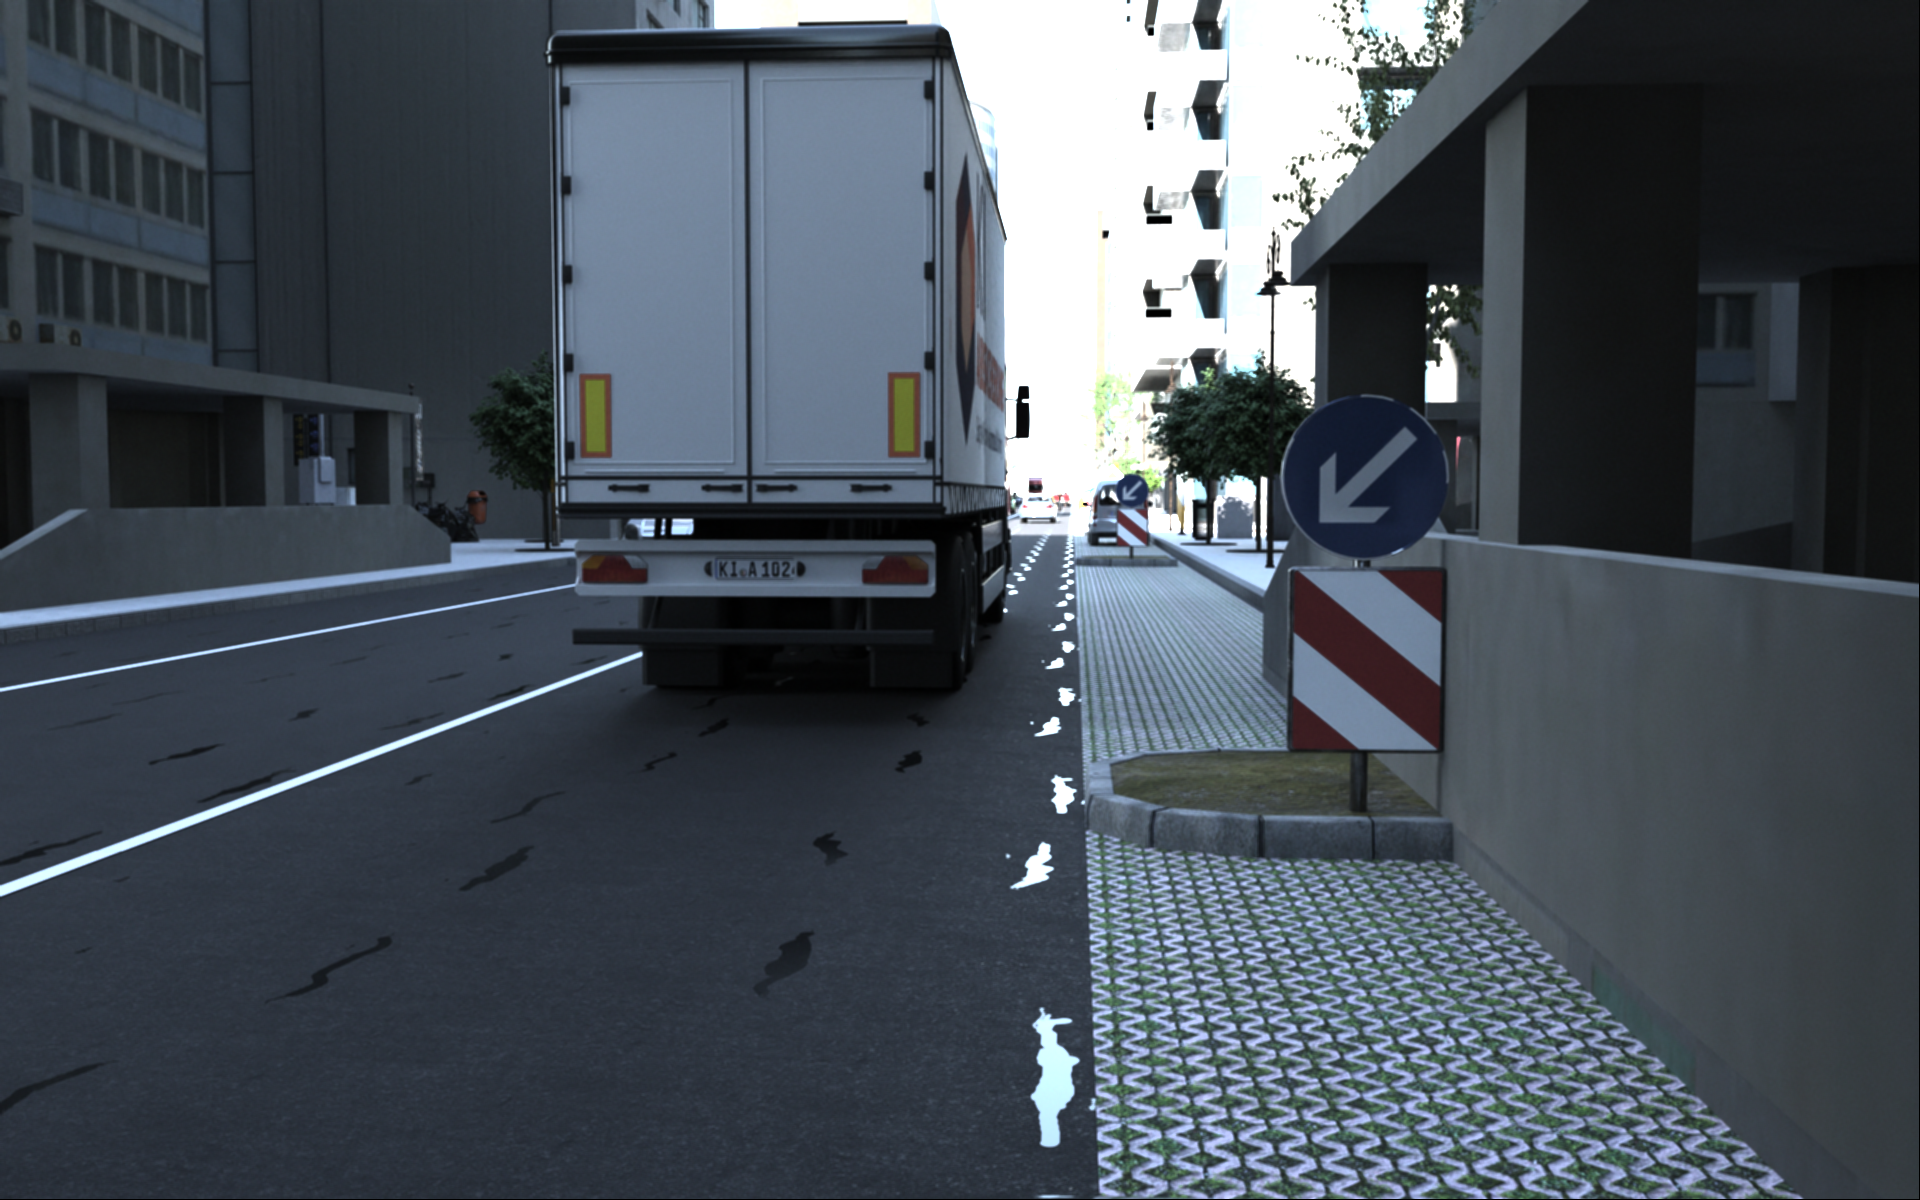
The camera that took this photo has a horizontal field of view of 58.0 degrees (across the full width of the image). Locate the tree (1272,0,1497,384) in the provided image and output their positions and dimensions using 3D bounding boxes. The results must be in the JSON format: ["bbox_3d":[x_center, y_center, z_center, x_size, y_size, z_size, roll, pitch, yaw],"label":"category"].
[{"bbox_3d":[5.945,-4.425,22.719,4.737,8.622,4.395,0,3,0],"label":"tree"}]

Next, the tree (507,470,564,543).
[{"bbox_3d":[-11.154,-3.163,46.321,1.663,3.219,1.824,0,3,0],"label":"tree"}]

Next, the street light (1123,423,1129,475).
[{"bbox_3d":[10.816,-8.555,112.664,0.468,5.910,1.993,0,4,4],"label":"street light"}]

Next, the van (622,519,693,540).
[{"bbox_3d":[-4.670,-1.421,30.247,2.013,2.044,4.112,0,4,5],"label":"van"}]

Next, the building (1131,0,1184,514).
[{"bbox_3d":[24.943,-31.871,110.333,28.713,52.752,27.495,0,4,4],"label":"building"}]

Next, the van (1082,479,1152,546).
[{"bbox_3d":[4.467,-2.570,49.027,2.013,2.044,4.112,0,4,3],"label":"van"}]

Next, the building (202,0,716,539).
[{"bbox_3d":[-15.455,-22.722,55.093,14.086,41.232,14.154,0,4,4],"label":"building"}]

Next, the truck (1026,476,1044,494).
[{"bbox_3d":[12.151,-17.686,278.075,2.839,4.237,11.283,0,4,4],"label":"truck"}]

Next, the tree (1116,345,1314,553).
[{"bbox_3d":[6.579,-3.345,38.398,4.285,4.588,4.351,0,3,0],"label":"tree"}]

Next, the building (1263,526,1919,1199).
[{"bbox_3d":[17.977,-19.107,4.284,32.217,40.220,23.993,0,4,4],"label":"building"}]

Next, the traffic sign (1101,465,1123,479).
[{"bbox_3d":[5.292,-3.458,60.173,0.795,2.450,0.064,0,4,4],"label":"traffic sign"}]

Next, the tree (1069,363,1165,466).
[{"bbox_3d":[12.364,-12.861,136.026,9.928,11.665,9.643,0,3,0],"label":"tree"}]

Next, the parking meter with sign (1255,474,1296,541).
[{"bbox_3d":[8.802,-3.131,47.457,1.738,3.016,0.543,-2,4,-27],"label":"parking meter with sign"}]

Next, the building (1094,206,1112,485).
[{"bbox_3d":[27.536,-37.542,263.914,14.600,45.320,14.200,0,4,4],"label":"building"}]

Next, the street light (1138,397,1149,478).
[{"bbox_3d":[8.770,-6.721,82.674,0.468,5.910,1.993,0,4,4],"label":"street light"}]

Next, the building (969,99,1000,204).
[{"bbox_3d":[-5.358,-43.615,255.098,21.231,58.520,28.212,0,4,4],"label":"building"}]

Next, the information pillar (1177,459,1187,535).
[{"bbox_3d":[6.933,-3.848,54.271,0.183,3.616,0.504,-1,4,-14],"label":"information pillar"}]

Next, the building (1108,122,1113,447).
[{"bbox_3d":[28.664,-35.625,202.083,23.786,49.044,30.456,0,4,4],"label":"building"}]

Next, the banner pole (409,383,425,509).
[{"bbox_3d":[-12.368,-3.023,39.444,0.401,3.779,0.863,0,4,4],"label":"banner pole"}]

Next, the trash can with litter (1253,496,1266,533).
[{"bbox_3d":[9.817,-2.840,57.492,1.678,1.210,2.233,-1,4,-16],"label":"trash can with litter"}]

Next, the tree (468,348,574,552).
[{"bbox_3d":[-9.372,-3.389,39.123,4.285,4.588,4.351,0,3,0],"label":"tree"}]

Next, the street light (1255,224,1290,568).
[{"bbox_3d":[5.401,-3.499,30.001,0.468,5.910,1.993,0,4,4],"label":"street light"}]

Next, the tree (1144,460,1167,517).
[{"bbox_3d":[10.607,-6.303,97.658,1.663,3.219,1.824,0,3,0],"label":"tree"}]

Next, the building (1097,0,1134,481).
[{"bbox_3d":[30.541,-56.709,239.855,22.319,86.520,31.000,0,4,4],"label":"building"}]

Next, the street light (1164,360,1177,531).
[{"bbox_3d":[7.273,-5.312,59.643,0.468,5.910,1.993,0,4,4],"label":"street light"}]

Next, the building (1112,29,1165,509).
[{"bbox_3d":[20.727,-28.892,155.981,14.154,41.232,14.086,0,4,4],"label":"building"}]

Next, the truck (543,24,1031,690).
[{"bbox_3d":[-0.895,-1.659,16.032,2.839,4.237,11.283,0,4,4],"label":"truck"}]

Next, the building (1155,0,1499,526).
[{"bbox_3d":[23.884,-27.910,75.938,30.456,49.044,23.786,0,4,4],"label":"building"}]

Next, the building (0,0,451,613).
[{"bbox_3d":[-26.016,-20.387,25.211,32.217,40.220,23.993,0,4,4],"label":"building"}]

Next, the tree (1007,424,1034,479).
[{"bbox_3d":[7.723,-23.896,301.061,12.009,13.543,11.850,0,3,0],"label":"tree"}]

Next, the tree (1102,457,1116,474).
[{"bbox_3d":[6.230,-3.675,43.800,4.285,4.588,4.351,0,3,0],"label":"tree"}]

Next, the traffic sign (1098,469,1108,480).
[{"bbox_3d":[5.813,-3.945,68.141,0.795,2.450,0.064,0,4,4],"label":"traffic sign"}]

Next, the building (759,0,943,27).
[{"bbox_3d":[-8.842,-30.630,150.910,14.600,45.320,14.200,0,4,4],"label":"building"}]
